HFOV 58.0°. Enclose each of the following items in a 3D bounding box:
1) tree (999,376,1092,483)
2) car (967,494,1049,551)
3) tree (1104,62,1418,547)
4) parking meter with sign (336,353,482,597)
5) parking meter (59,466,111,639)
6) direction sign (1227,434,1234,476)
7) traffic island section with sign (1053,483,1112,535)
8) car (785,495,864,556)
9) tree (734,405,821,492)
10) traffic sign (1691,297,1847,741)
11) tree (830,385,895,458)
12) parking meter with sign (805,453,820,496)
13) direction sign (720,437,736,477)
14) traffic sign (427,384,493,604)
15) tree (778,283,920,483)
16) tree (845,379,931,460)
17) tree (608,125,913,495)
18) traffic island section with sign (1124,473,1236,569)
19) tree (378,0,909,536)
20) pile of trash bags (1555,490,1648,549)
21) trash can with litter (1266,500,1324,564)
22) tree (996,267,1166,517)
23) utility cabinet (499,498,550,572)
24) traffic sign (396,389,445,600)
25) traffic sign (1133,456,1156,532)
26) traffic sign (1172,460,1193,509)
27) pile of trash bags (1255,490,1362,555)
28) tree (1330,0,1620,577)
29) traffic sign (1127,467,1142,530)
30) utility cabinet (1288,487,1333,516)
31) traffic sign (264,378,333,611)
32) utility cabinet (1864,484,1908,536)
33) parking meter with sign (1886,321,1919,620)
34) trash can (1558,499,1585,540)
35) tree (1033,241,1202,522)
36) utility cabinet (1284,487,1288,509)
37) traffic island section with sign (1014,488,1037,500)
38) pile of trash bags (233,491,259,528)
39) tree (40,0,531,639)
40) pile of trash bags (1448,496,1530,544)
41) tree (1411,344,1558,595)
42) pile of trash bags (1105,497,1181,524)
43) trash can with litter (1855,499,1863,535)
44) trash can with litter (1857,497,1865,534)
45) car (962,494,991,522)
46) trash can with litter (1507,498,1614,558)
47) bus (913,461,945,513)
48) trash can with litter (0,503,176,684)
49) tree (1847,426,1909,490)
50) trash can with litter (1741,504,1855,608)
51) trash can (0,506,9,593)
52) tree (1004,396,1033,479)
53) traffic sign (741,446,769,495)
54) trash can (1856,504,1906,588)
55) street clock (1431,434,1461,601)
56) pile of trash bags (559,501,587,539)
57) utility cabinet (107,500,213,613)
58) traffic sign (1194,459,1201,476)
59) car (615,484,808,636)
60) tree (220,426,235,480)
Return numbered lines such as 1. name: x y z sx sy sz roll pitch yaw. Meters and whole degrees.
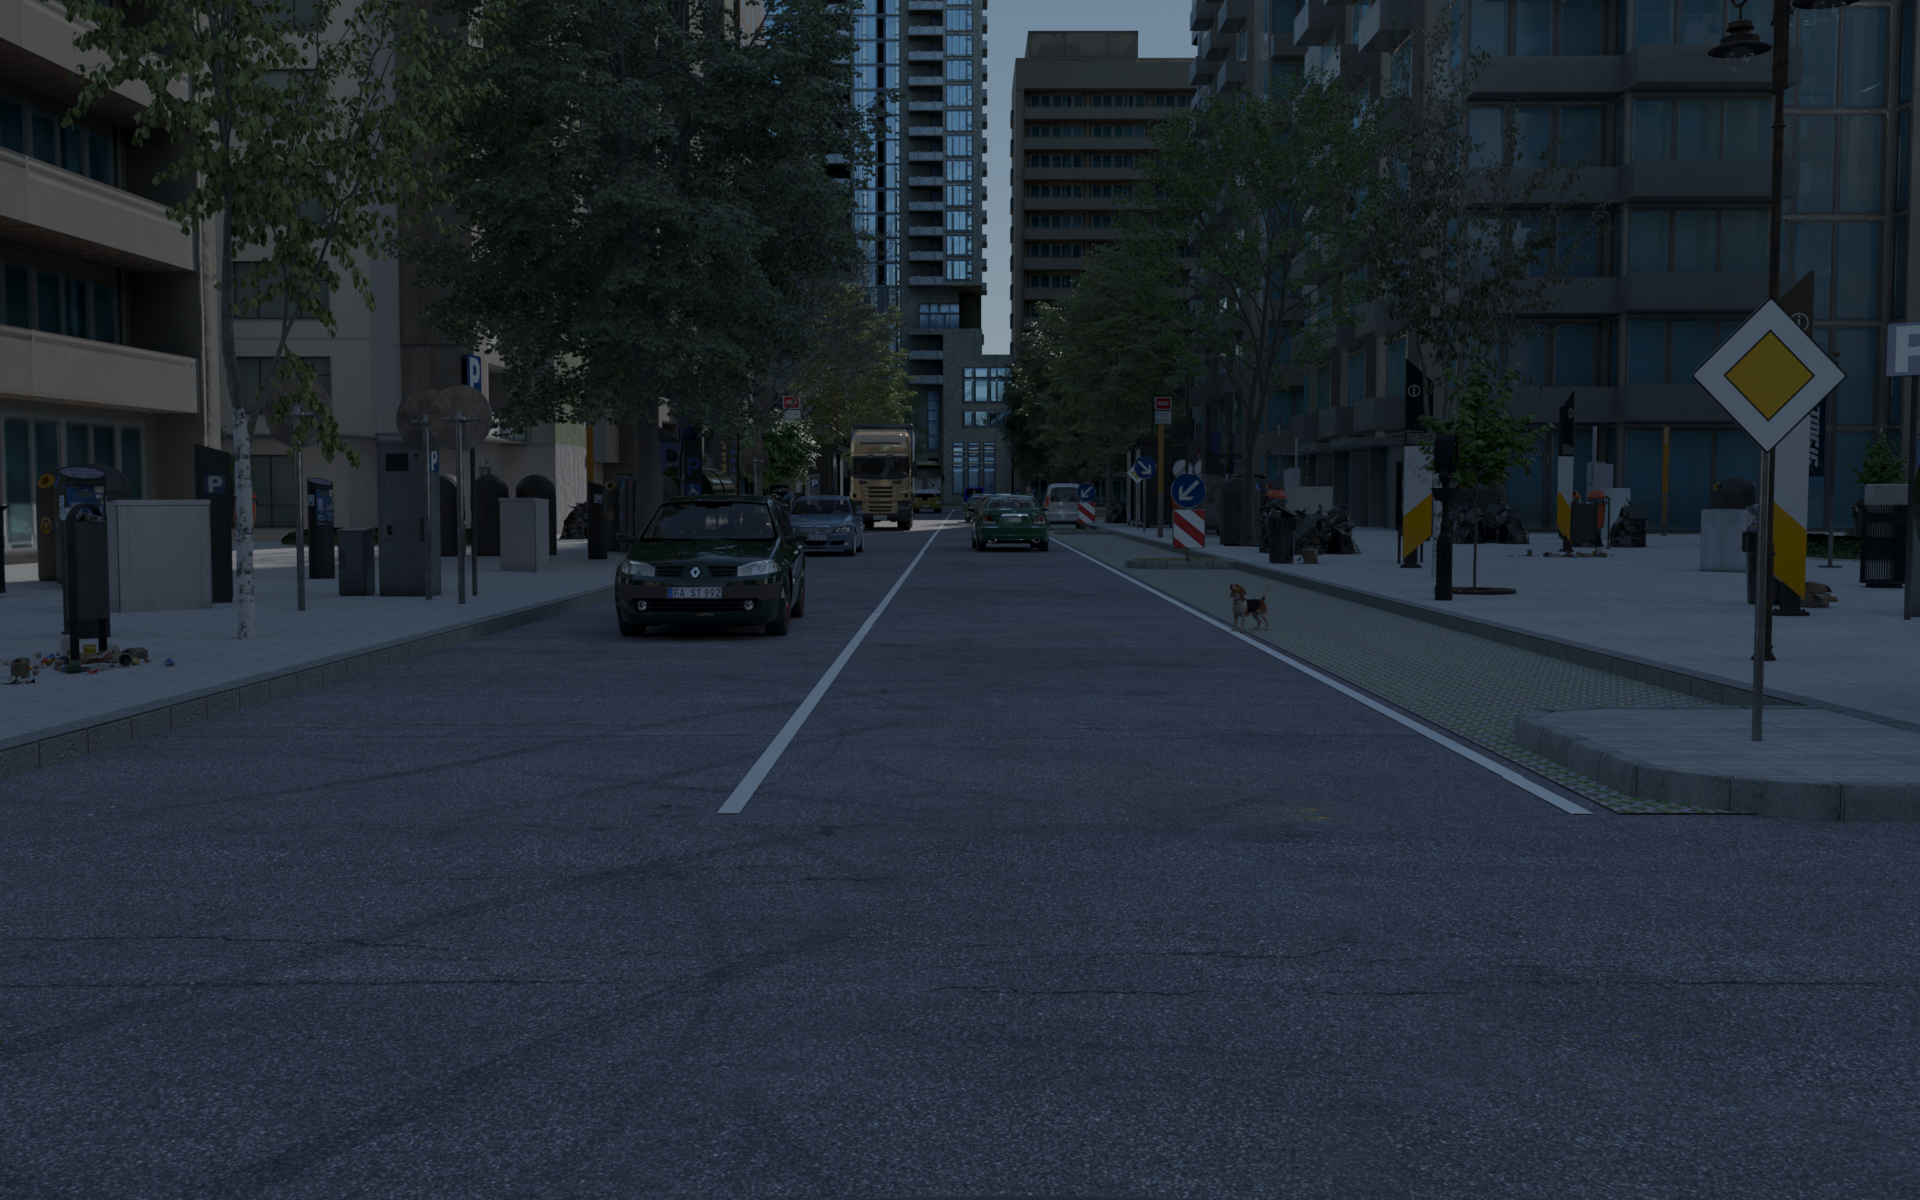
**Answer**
1. tree: 6.687 -11.189 117.351 8.767 10.594 7.601 1 4 9
2. car: 1.266 -2.013 44.709 2.131 1.459 4.920 0 4 -2
3. tree: 7.223 -7.117 42.114 9.928 11.665 9.643 0 3 0
4. parking meter with sign: -6.949 -1.562 21.805 1.738 3.016 0.543 0 4 2
5. parking meter: -7.807 -0.431 15.451 0.372 1.533 0.369 0 3 0
6. direction sign: 10.212 -4.493 65.464 0.379 3.537 0.876 0 4 -6
7. traffic island section with sign: 4.333 -3.242 61.639 1.989 1.847 2.006 0 4 0
8. car: -3.258 -1.799 41.408 2.014 1.417 4.499 0 4 1
9. tree: -6.786 -4.912 64.023 4.285 4.588 4.351 0 3 0
10. traffic sign: 4.140 -0.324 8.943 0.795 2.450 0.064 0 4 0
11. tree: -6.409 -9.798 110.558 4.360 8.622 3.978 0 3 0
12. parking meter with sign: -5.758 -4.348 67.355 0.543 3.016 1.738 -1 4 -19
13. direction sign: -9.288 -4.738 69.464 0.876 3.537 0.379 3 5 40
14. traffic sign: -5.815 -1.225 20.141 0.768 2.556 0.104 0 4 3
15. tree: -5.930 -10.716 93.334 7.486 12.596 7.792 0 3 0
16. tree: -6.435 -13.869 152.518 9.928 11.665 9.643 0 3 0
17. tree: -6.433 -8.868 55.355 12.009 13.543 11.850 0 3 0
18. traffic island section with sign: 4.235 -1.531 33.666 1.989 1.847 2.006 0 4 0
19. tree: -5.794 -7.658 31.869 9.857 13.997 8.962 0 3 0
20. pile of trash bags: 15.550 -1.958 41.763 1.912 1.369 3.447 2 4 26
21. trash can with litter: 6.196 -1.263 32.037 1.055 1.170 0.624 1 4 9
22. tree: 7.434 -11.716 98.213 9.857 13.997 8.962 0 3 0
23. utility cabinet: -7.232 -1.077 28.774 1.020 1.237 0.306 3 5 41
24. traffic sign: -6.446 -1.275 20.947 0.768 2.556 0.104 0 4 5
25. traffic sign: 6.226 -3.567 58.421 0.768 2.556 0.104 0 4 3
26. traffic sign: 8.244 -3.918 64.159 0.768 2.556 0.104 0 4 1
27. pile of trash bags: 7.404 -1.731 38.060 1.912 1.369 3.447 -1 4 -10
28. tree: 7.422 -4.646 26.324 4.360 8.622 3.978 0 3 0
29. traffic sign: 6.329 -3.703 61.729 0.795 2.450 0.064 0 4 8
30. utility cabinet: 10.377 -2.594 51.093 1.173 1.500 0.318 1 4 15
31. traffic sign: -7.240 -1.154 18.967 0.768 2.556 0.104 0 4 4
32. utility cabinet: 20.508 -1.793 37.999 1.173 1.500 0.318 3 4 38
33. parking meter with sign: 10.308 -1.335 18.091 1.738 3.016 0.543 -3 4 -39
34. trash can: 17.203 -2.273 48.823 0.748 1.137 0.748 0 3 0
35. tree: 7.189 -9.792 78.227 7.486 12.596 7.792 0 3 0
36. utility cabinet: 10.986 -2.910 56.256 1.173 1.500 0.318 2 4 24
37. traffic island section with sign: 4.483 -6.297 111.576 1.989 1.847 2.006 0 4 0
38. pile of trash bags: -18.097 -1.864 40.237 3.447 1.369 1.912 -3 4 -38
39. tree: -6.100 -3.964 15.169 4.737 8.622 4.395 0 3 0
40. pile of trash bags: 14.316 -2.154 44.972 3.447 1.369 1.912 1 4 12
41. tree: 6.669 -1.709 22.543 1.663 3.219 1.824 0 3 0
42. pile of trash bags: 8.065 -4.048 75.942 3.447 1.369 1.912 1 4 9
43. trash can with litter: 24.521 -2.199 47.342 0.624 1.170 1.055 0 4 -5
44. trash can with litter: 22.654 -2.003 43.801 1.678 1.210 2.233 -2 4 -30
45. car: 1.189 -4.740 89.290 2.131 1.459 4.920 0 4 -1
46. trash can with litter: 12.358 -1.495 35.501 2.233 1.210 1.678 1 4 10
47. bus: -2.603 -8.628 132.608 2.896 3.916 12.252 0 4 0
48. trash can with litter: -6.675 -0.100 12.696 1.678 1.210 2.233 0 4 -4
49. tree: 26.274 -3.370 49.694 1.663 3.219 1.824 0 3 0
50. trash can with litter: 9.565 -0.522 19.926 0.624 1.170 1.055 -2 4 -35
51. trash can: -12.108 -0.591 21.320 0.748 1.137 0.748 0 3 0
52. tree: 7.371 -14.187 150.078 7.486 12.596 7.792 0 3 0
53. traffic sign: -5.484 -2.825 46.290 0.768 2.556 0.104 0 4 7
54. trash can: 12.699 -0.741 23.768 0.748 1.137 0.748 0 3 0
55. street clock: 5.848 -0.998 20.880 0.358 2.002 0.471 2 4 24
56. pile of trash bags: -10.208 -2.496 50.564 1.912 1.369 3.447 1 4 14
57. utility cabinet: -8.828 -0.486 19.109 0.306 1.237 1.020 3 5 43
58. traffic sign: 8.781 -3.801 62.255 0.768 2.556 0.104 0 4 1
59. car: -2.621 -0.548 18.750 2.009 1.686 4.222 0 4 -2
60. tree: -18.667 -2.951 42.853 1.663 3.219 1.824 0 3 0
